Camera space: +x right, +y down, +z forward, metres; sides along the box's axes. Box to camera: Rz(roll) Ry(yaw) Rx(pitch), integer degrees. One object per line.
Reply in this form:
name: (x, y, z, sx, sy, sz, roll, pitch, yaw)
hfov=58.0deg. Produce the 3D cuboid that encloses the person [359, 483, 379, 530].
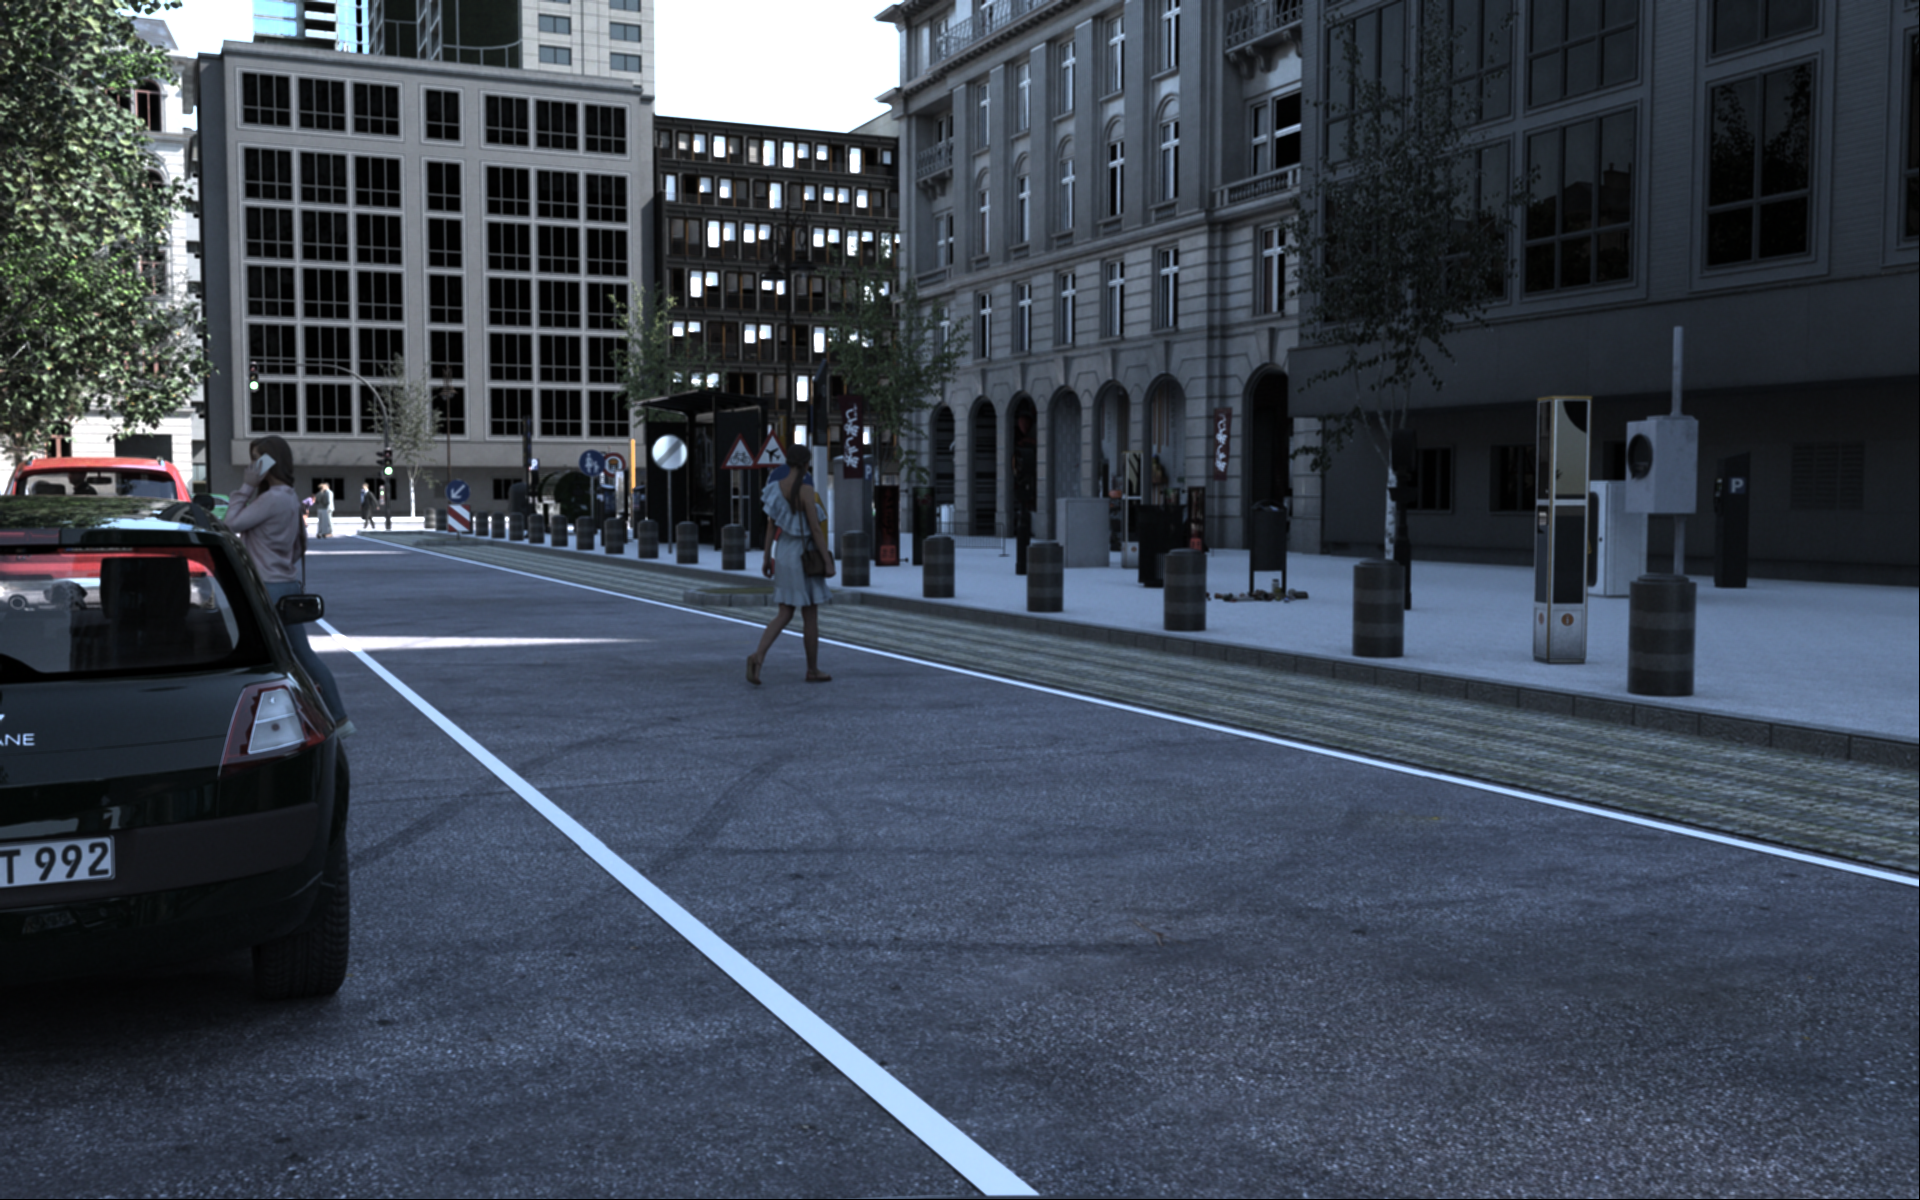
person: (-22.964, -3.594, 67.044, 0.755, 1.850, 0.659, -3, 5, -44)

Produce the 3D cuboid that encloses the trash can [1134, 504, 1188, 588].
trash can: (2.765, -0.747, 23.871, 0.748, 1.137, 0.748, 0, 3, 0)

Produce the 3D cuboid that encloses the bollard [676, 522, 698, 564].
bollard: (-5.032, -1.054, 31.957, 0.404, 0.777, 0.398, 0, 3, 0)

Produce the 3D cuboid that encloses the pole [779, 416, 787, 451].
pole: (-4.613, -3.144, 45.246, 0.158, 3.312, 0.155, 0, 3, 0)

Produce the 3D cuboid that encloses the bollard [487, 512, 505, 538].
bollard: (-13.375, -2.168, 50.168, 0.404, 0.777, 0.398, 0, 3, 0)

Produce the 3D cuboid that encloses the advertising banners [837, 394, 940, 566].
advertising banners: (-1.266, -2.116, 30.776, 2.074, 3.025, 0.090, -2, 4, -32)

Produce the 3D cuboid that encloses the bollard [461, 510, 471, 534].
bollard: (-15.765, -2.487, 55.379, 0.404, 0.777, 0.398, 0, 3, 0)

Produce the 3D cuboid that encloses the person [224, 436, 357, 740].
person: (-3.720, -0.031, 9.597, 0.643, 1.750, 0.593, 0, 4, -4)

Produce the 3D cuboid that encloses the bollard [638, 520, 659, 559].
bollard: (-6.222, -1.214, 34.558, 0.404, 0.777, 0.398, 0, 3, 0)

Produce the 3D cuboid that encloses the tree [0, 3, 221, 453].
tree: (-19.656, -6.993, 33.806, 9.611, 12.733, 9.660, 0, 3, 0)

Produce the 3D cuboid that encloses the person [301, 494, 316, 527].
person: (-28.090, -3.844, 74.589, 0.697, 1.427, 0.421, -2, 4, -28)

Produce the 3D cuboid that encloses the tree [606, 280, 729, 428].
tree: (-10.303, -6.685, 59.664, 4.737, 8.622, 4.395, 0, 3, 0)

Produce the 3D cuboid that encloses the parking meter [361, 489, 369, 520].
parking meter: (-29.281, -4.700, 85.248, 0.372, 1.533, 0.369, 0, 3, 0)

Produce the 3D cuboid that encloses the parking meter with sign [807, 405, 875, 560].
parking meter with sign: (-2.080, -2.292, 33.736, 1.738, 3.016, 0.543, 2, 4, 25)

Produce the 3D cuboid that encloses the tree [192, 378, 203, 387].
tree: (-74.757, -20.084, 184.264, 12.611, 20.169, 13.585, 0, 3, 0)

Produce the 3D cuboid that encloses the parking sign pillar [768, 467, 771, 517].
parking sign pillar: (-10.913, -6.510, 94.915, 1.447, 3.967, 1.447, 1, 4, 20)

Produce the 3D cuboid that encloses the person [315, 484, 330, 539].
person: (-20.512, -2.860, 55.812, 0.519, 1.759, 0.362, 2, 4, 32)

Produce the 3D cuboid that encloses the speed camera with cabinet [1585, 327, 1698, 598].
speed camera with cabinet: (8.215, -1.644, 21.218, 0.660, 3.252, 2.038, 0, 4, -8)

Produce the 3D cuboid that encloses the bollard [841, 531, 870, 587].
bollard: (-1.456, -0.577, 24.150, 0.404, 0.777, 0.398, 0, 3, 0)

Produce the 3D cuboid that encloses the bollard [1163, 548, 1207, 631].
bollard: (2.123, -0.099, 16.339, 0.404, 0.777, 0.398, 0, 3, 0)

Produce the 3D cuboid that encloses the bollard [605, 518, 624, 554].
bollard: (-7.416, -1.372, 37.157, 0.404, 0.777, 0.398, 0, 3, 0)

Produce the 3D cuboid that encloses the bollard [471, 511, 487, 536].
bollard: (-14.567, -2.327, 52.768, 0.404, 0.777, 0.398, 0, 3, 0)

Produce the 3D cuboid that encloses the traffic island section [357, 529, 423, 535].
traffic island section: (-20.363, -2.413, 61.735, 2.009, 0.180, 2.903, -2, 4, -25)

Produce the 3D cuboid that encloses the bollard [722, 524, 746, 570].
bollard: (-3.838, -0.895, 29.357, 0.404, 0.777, 0.398, 0, 3, 0)

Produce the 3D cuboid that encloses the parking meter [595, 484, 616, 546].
parking meter: (-8.685, -2.101, 42.755, 0.372, 1.533, 0.369, 0, 3, 0)

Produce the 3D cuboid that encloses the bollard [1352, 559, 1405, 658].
bollard: (3.319, 0.060, 13.734, 0.404, 0.777, 0.398, 0, 3, 0)

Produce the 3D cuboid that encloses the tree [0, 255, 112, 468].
tree: (-23.723, -7.128, 41.058, 6.751, 12.117, 7.091, 0, 3, 0)

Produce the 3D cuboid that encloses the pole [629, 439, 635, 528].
pole: (-12.236, -4.331, 64.654, 0.158, 3.312, 0.155, 0, 3, 0)

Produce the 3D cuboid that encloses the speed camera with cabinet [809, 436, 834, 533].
speed camera with cabinet: (-4.567, -3.927, 58.539, 0.660, 3.252, 2.038, -2, 4, -33)

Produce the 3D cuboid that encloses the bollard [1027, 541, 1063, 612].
bollard: (0.930, -0.258, 18.943, 0.404, 0.777, 0.398, 0, 3, 0)

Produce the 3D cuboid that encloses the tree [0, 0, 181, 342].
tree: (-15.295, -5.920, 24.997, 9.928, 11.665, 9.643, 0, 3, 0)

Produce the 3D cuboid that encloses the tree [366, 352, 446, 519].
tree: (-28.447, -8.515, 89.584, 4.360, 8.622, 3.978, 0, 3, 0)

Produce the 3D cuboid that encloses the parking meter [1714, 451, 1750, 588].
parking meter: (10.548, -1.100, 23.692, 0.399, 1.863, 0.255, 0, 4, 1)

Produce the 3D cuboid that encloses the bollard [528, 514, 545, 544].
bollard: (-10.993, -1.850, 44.959, 0.404, 0.777, 0.398, 0, 3, 0)

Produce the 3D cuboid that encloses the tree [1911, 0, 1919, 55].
tree: (10.236, -3.879, 13.786, 4.360, 8.622, 3.978, 0, 3, 0)

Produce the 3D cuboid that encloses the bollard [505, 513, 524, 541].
bollard: (-12.184, -2.009, 47.567, 0.404, 0.777, 0.398, 0, 3, 0)

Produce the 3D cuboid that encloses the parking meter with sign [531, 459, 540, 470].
parking meter with sign: (-20.512, -5.508, 86.309, 0.543, 3.016, 1.738, 2, 4, 35)

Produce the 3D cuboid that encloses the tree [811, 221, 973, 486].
tree: (-2.066, -5.915, 47.072, 4.737, 8.622, 4.395, 0, 3, 0)

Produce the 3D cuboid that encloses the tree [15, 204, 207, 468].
tree: (-27.204, -8.379, 49.830, 12.009, 13.543, 11.850, 0, 3, 0)

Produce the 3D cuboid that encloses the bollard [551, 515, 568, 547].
bollard: (-9.799, -1.691, 42.359, 0.404, 0.777, 0.398, 0, 3, 0)

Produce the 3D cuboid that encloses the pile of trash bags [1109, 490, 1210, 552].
pile of trash bags: (4.150, -1.799, 39.169, 1.912, 1.369, 3.447, -1, 4, -22)

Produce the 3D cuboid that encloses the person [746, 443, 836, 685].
person: (-1.229, -0.269, 12.997, 0.616, 1.811, 0.778, 3, 5, 43)

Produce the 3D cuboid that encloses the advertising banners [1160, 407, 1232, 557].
advertising banners: (4.854, -2.414, 35.655, 0.090, 3.025, 2.074, -2, 4, -35)

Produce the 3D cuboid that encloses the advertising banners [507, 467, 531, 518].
advertising banners: (-23.069, -5.809, 91.162, 0.090, 3.025, 2.074, 2, 4, 30)

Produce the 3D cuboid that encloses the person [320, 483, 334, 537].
person: (-21.266, -3.037, 58.251, 0.391, 1.810, 0.635, -3, 4, -39)

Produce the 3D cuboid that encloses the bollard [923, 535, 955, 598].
bollard: (-0.265, -0.418, 21.549, 0.404, 0.777, 0.398, 0, 3, 0)

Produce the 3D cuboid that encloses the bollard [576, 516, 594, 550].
bollard: (-8.605, -1.532, 39.759, 0.404, 0.777, 0.398, 0, 3, 0)

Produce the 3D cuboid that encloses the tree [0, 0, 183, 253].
tree: (-11.473, -6.503, 15.436, 9.857, 13.997, 8.962, 0, 3, 0)

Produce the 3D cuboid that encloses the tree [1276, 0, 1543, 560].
tree: (6.430, -4.599, 25.557, 4.360, 8.622, 3.978, 0, 3, 0)

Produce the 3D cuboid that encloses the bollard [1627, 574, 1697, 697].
bollard: (4.510, 0.219, 11.133, 0.404, 0.777, 0.398, 0, 3, 0)

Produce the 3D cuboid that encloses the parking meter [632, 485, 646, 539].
parking meter: (-9.166, -2.515, 49.526, 0.372, 1.533, 0.369, 0, 3, 0)
